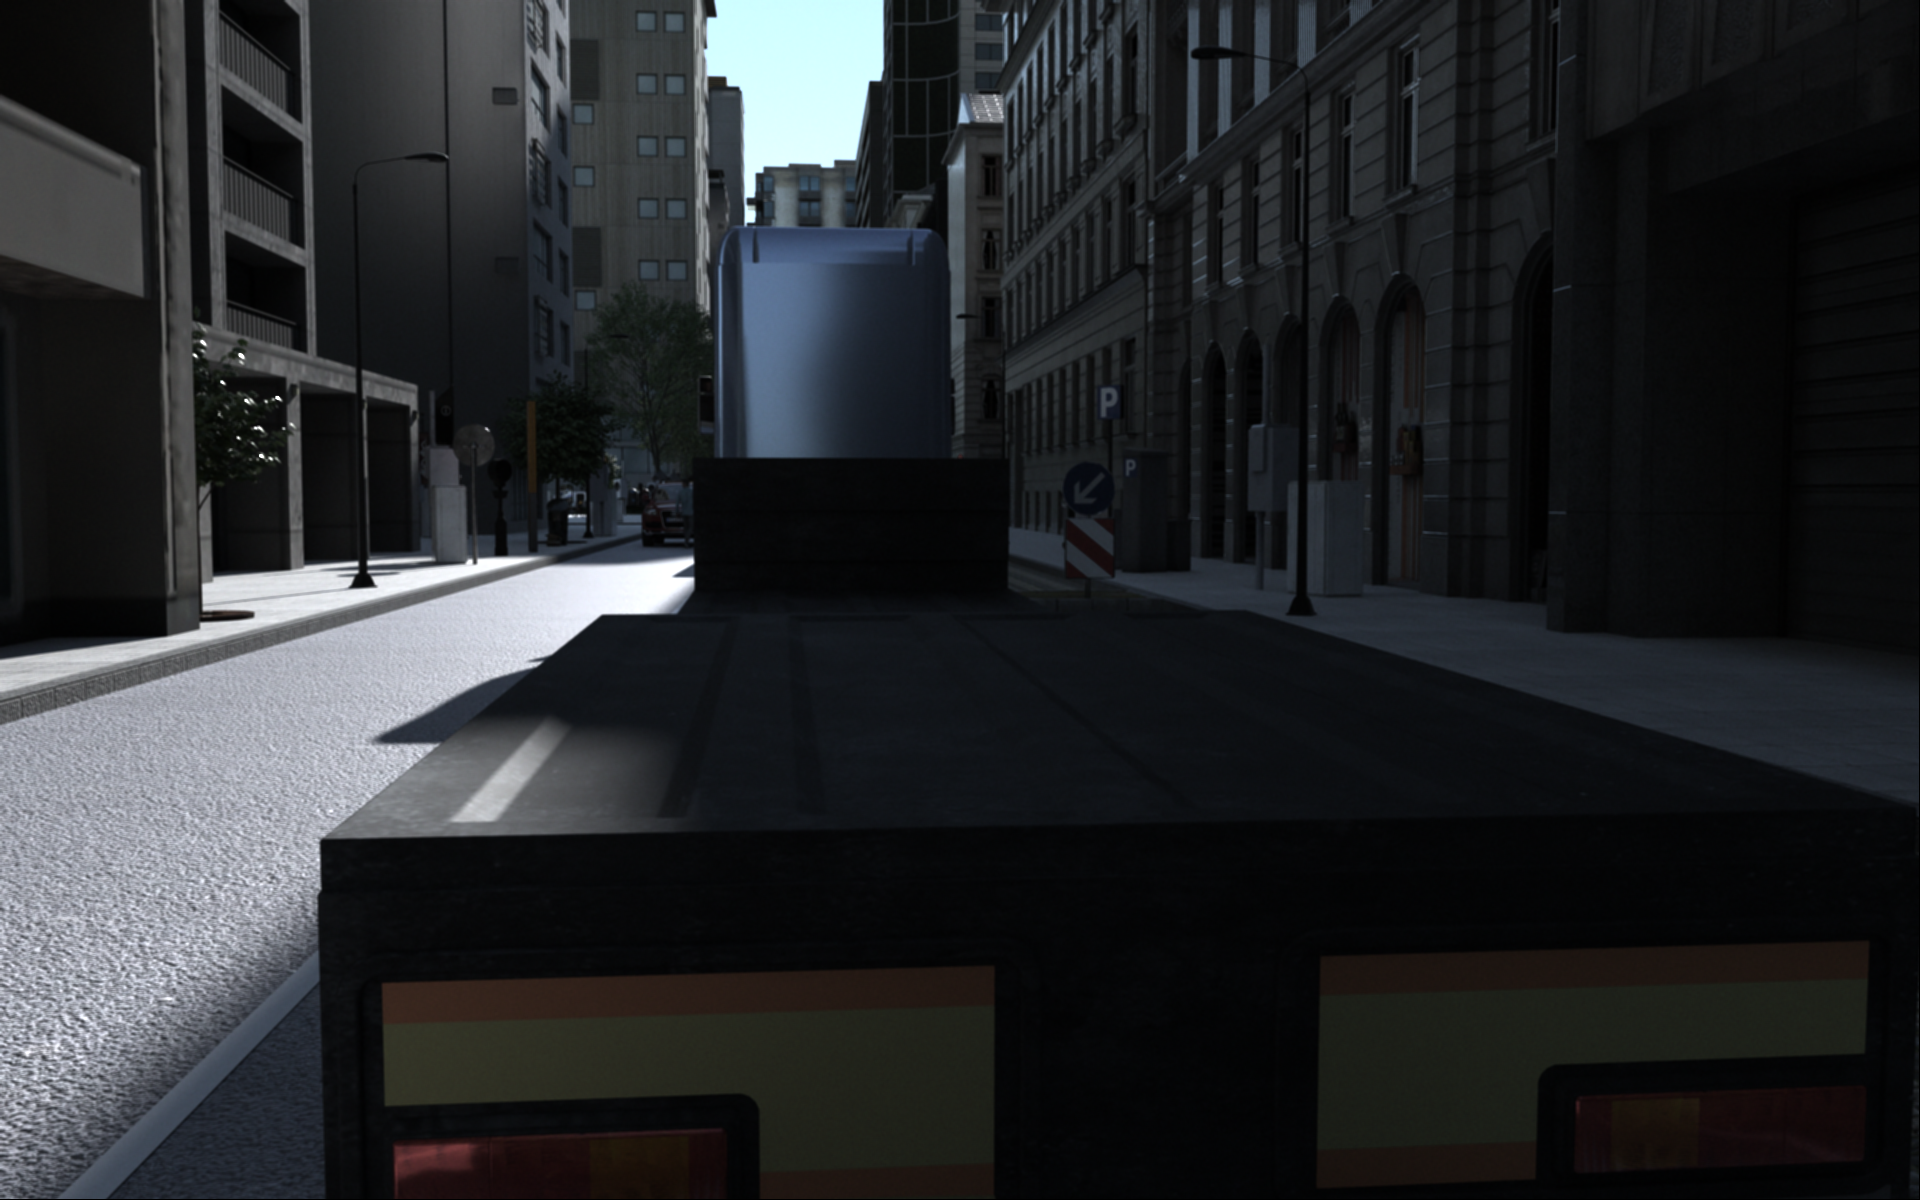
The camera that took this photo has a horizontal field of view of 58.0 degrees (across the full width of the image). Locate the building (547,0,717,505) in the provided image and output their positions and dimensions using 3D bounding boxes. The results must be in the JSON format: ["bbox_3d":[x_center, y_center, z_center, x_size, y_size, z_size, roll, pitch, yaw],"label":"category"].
[{"bbox_3d":[-37.910,-35.201,164.771,28.713,52.752,27.495,0,4,-5],"label":"building"}]

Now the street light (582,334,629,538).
[{"bbox_3d":[-10.287,-4.757,50.322,1.470,5.913,1.316,0,4,-5],"label":"street light"}]

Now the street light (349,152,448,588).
[{"bbox_3d":[-7.662,-3.127,23.668,1.470,5.913,1.316,0,4,-5],"label":"street light"}]

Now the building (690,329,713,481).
[{"bbox_3d":[-41.319,-21.344,194.015,27.650,21.520,28.899,0,4,-5],"label":"building"}]

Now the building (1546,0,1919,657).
[{"bbox_3d":[12.449,-11.515,6.289,12.078,24.808,19.932,0,4,-5],"label":"building"}]

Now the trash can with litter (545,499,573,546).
[{"bbox_3d":[-9.927,-1.924,42.838,0.624,1.170,1.055,0,4,-6],"label":"trash can with litter"}]

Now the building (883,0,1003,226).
[{"bbox_3d":[0.823,-45.027,174.448,20.563,71.187,20.611,0,4,-5],"label":"building"}]

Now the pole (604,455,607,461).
[{"bbox_3d":[-18.707,-5.967,91.407,0.158,3.312,0.155,0,3,0],"label":"pole"}]

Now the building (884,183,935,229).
[{"bbox_3d":[1.034,-21.786,143.588,14.401,28.519,23.554,0,4,-5],"label":"building"}]

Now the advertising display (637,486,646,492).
[{"bbox_3d":[-26.000,-8.319,141.226,0.974,1.923,0.123,3,5,42],"label":"advertising display"}]

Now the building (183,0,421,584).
[{"bbox_3d":[-21.924,-36.286,31.528,20.563,71.187,20.611,0,4,-5],"label":"building"}]

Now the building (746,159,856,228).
[{"bbox_3d":[-15.361,-38.604,250.790,30.456,49.044,23.786,0,4,-5],"label":"building"}]

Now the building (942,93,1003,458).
[{"bbox_3d":[8.579,-14.532,86.742,18.267,20.994,9.793,0,4,-5],"label":"building"}]

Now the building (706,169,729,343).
[{"bbox_3d":[-36.130,-32.744,218.952,14.086,41.232,14.154,0,4,-5],"label":"building"}]

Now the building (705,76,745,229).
[{"bbox_3d":[-44.715,-43.090,246.512,28.212,58.520,21.231,0,4,-5],"label":"building"}]

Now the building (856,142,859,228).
[{"bbox_3d":[-2.030,-36.339,217.845,21.300,48.544,21.600,0,4,-5],"label":"building"}]

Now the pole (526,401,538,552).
[{"bbox_3d":[-9.400,-2.703,38.040,0.158,3.312,0.155,0,3,0],"label":"pole"}]

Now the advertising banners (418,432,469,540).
[{"bbox_3d":[-14.484,-3.194,48.413,2.074,3.025,0.090,2,4,34],"label":"advertising banners"}]

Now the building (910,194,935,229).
[{"bbox_3d":[2.106,-17.930,122.040,11.050,23.489,19.941,0,4,-5],"label":"building"}]

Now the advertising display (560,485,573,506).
[{"bbox_3d":[-28.197,-7.275,124.165,0.974,1.923,0.123,1,4,14],"label":"advertising display"}]

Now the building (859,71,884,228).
[{"bbox_3d":[-0.002,-35.016,196.221,21.300,48.544,21.600,0,4,-5],"label":"building"}]

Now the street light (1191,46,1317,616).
[{"bbox_3d":[3.087,-2.791,18.173,1.470,5.913,1.316,0,4,-5],"label":"street light"}]

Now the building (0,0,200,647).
[{"bbox_3d":[-16.828,-23.230,3.519,21.300,48.544,21.600,0,4,-5],"label":"building"}]

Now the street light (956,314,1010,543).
[{"bbox_3d":[0.596,-4.422,44.840,1.470,5.913,1.316,0,4,-5],"label":"street light"}]

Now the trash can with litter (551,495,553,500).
[{"bbox_3d":[-30.662,-7.212,128.972,2.233,1.210,1.678,-1,4,-23],"label":"trash can with litter"}]

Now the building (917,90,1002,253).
[{"bbox_3d":[4.131,-16.768,103.833,12.332,23.373,15.834,0,4,-5],"label":"building"}]

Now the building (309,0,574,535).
[{"bbox_3d":[-20.958,-22.983,59.366,14.086,41.232,14.154,0,4,-5],"label":"building"}]

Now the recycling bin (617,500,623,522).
[{"bbox_3d":[-15.815,-4.063,78.977,0.722,1.027,0.722,-2,4,-31],"label":"recycling bin"}]

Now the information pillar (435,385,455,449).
[{"bbox_3d":[-11.080,-2.806,37.225,0.504,3.616,0.183,0,4,5],"label":"information pillar"}]

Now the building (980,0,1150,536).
[{"bbox_3d":[10.244,-13.588,55.446,16.112,22.955,30.059,0,4,-5],"label":"building"}]

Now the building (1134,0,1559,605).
[{"bbox_3d":[11.227,-11.415,28.443,13.314,21.916,24.055,0,4,-5],"label":"building"}]

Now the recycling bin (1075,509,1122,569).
[{"bbox_3d":[2.439,-1.057,29.843,0.722,1.027,0.722,2,4,28],"label":"recycling bin"}]

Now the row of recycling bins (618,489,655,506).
[{"bbox_3d":[-24.289,-7.559,130.695,3.534,1.692,1.069,-1,4,-18],"label":"row of recycling bins"}]
